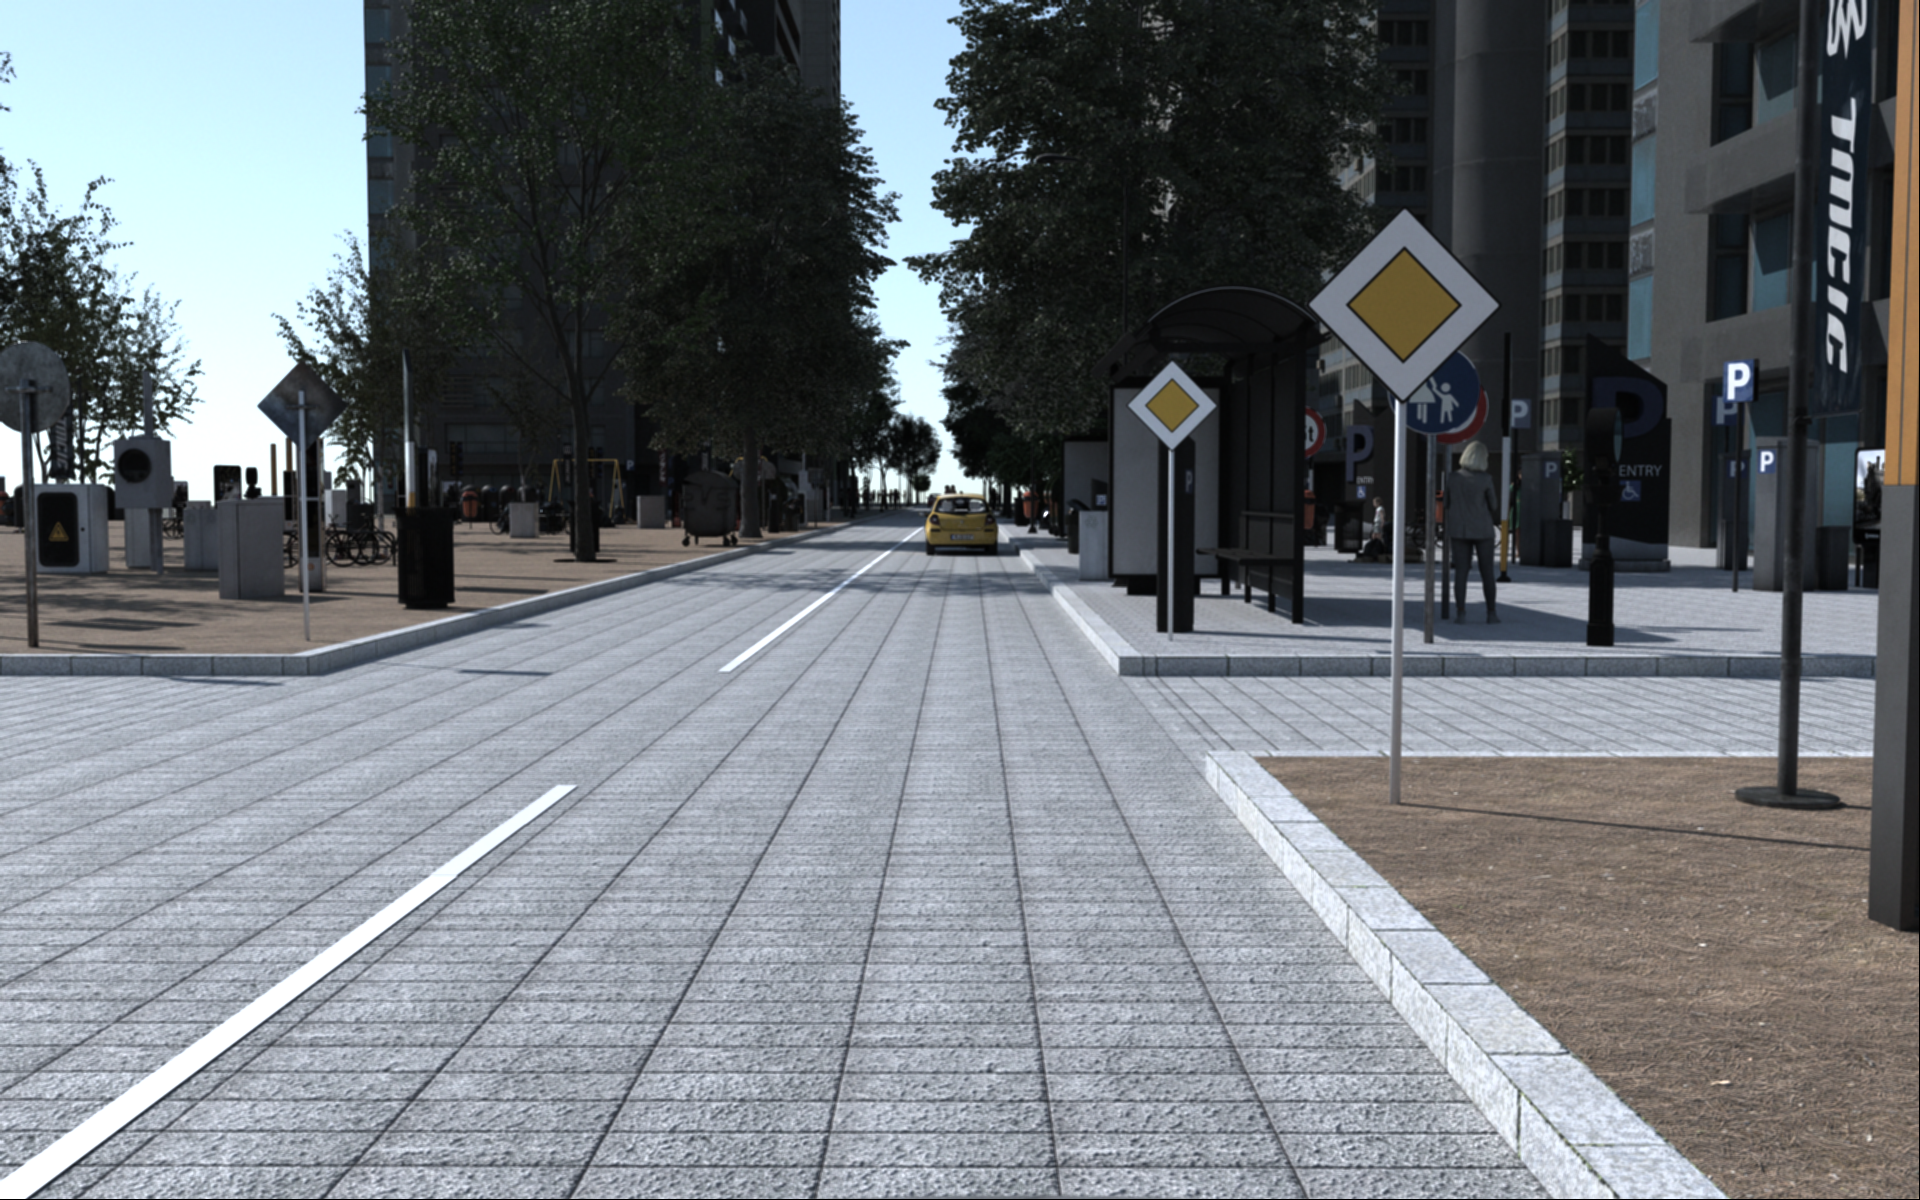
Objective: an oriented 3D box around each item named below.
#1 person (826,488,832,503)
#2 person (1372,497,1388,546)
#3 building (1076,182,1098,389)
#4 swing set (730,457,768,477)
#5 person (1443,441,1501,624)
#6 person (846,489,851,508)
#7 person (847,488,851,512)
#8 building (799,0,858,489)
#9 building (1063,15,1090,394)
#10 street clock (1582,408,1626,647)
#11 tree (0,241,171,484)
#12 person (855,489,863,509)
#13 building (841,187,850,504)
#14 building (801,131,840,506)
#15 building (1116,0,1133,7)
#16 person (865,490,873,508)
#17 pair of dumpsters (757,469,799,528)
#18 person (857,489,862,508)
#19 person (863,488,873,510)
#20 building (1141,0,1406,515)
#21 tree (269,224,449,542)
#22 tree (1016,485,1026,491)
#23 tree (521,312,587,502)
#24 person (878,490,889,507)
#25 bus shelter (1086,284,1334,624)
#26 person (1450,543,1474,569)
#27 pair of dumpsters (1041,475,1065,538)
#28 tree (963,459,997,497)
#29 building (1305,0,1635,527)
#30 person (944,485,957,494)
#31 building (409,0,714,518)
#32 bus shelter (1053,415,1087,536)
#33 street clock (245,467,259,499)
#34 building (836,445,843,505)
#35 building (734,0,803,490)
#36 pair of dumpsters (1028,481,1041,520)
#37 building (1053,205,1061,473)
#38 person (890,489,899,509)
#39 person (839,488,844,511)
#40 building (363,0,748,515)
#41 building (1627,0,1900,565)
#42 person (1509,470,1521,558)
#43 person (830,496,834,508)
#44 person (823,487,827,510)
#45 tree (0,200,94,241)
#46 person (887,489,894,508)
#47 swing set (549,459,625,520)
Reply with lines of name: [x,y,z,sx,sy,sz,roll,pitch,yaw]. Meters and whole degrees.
person: [-11.480,-8.714,148.495,1.348,1.826,0.705,2,4,27]
person: [9.005,-1.584,36.949,0.382,1.210,0.505,0,4,-2]
building: [20.315,-31.533,199.155,14.154,41.232,14.086,0,4,0]
swing set: [-8.782,-4.630,73.316,2.862,2.851,3.119,-2,4,-28]
person: [5.079,-0.672,17.218,0.537,1.800,0.526,3,5,39]
person: [-10.529,-9.728,165.112,1.348,1.822,0.705,-1,4,-10]
person: [-7.838,-7.163,123.836,0.721,1.739,1.217,0,4,3]
building: [-24.415,-48.712,234.690,20.563,71.187,20.611,0,4,0]
building: [23.575,-41.510,220.681,21.231,58.520,28.212,0,4,0]
street clock: [5.421,-0.614,14.604,0.358,2.002,0.471,2,4,30]
tree: [-26.699,-6.302,53.392,4.360,8.622,3.978,0,3,0]
person: [-9.231,-9.000,153.908,1.217,1.736,0.721,0,4,3]
building: [-21.405,-32.693,218.122,14.154,41.232,14.086,0,4,0]
building: [-21.046,-30.940,189.461,14.154,41.232,14.086,0,4,0]
building: [22.516,-36.708,142.174,21.231,58.520,28.212,0,4,0]
person: [-8.452,-9.455,161.578,0.756,1.711,0.436,3,4,37]
pair of dumpsters: [-6.960,-3.787,64.415,1.574,2.255,4.437,0,3,0]
person: [-9.230,-9.268,158.298,0.721,1.743,1.217,-2,4,-24]
person: [-7.291,-7.960,136.914,0.721,1.743,1.217,3,4,37]
building: [26.679,-32.107,114.184,28.713,52.752,27.495,0,4,0]
tree: [-15.906,-5.889,46.647,4.737,8.622,4.395,0,3,0]
tree: [3.572,-10.776,126.552,4.360,8.622,3.978,0,3,0]
tree: [-17.169,-7.247,68.857,4.360,8.622,3.978,0,3,0]
person: [-7.263,-9.706,165.472,1.217,1.736,0.721,0,4,7]
bus shelter: [2.650,-1.565,19.511,2.014,3.302,5.546,0,4,0]
person: [8.688,-1.447,29.798,0.635,1.810,0.391,2,4,29]
pair of dumpsters: [3.420,-3.070,52.682,1.574,2.255,4.437,0,4,0]
tree: [3.255,-18.770,241.295,8.767,10.594,7.601,1,4,22]
building: [29.742,-23.596,77.672,32.217,40.220,23.993,0,4,0]
person: [-0.414,-4.069,75.006,0.580,1.828,0.573,0,4,6]
building: [-21.858,-25.337,97.854,14.154,41.232,14.086,0,4,0]
bus shelter: [3.369,-2.922,41.694,2.014,3.302,5.546,0,3,0]
street clock: [-19.085,-2.577,46.711,0.358,2.002,0.471,-1,4,-12]
building: [-21.254,-26.432,203.861,14.160,30.474,14.107,0,4,0]
building: [-24.959,-31.936,145.855,21.300,48.544,21.600,0,4,0]
pair of dumpsters: [4.249,-5.107,85.991,1.574,2.255,4.437,0,4,0]
building: [19.427,-34.174,242.338,14.154,41.232,14.086,0,4,0]
person: [-5.510,-8.511,145.882,0.721,1.739,1.217,3,5,40]
person: [-9.082,-7.795,134.279,0.721,1.735,1.217,1,4,22]
building: [-26.813,-30.597,119.869,23.786,49.044,30.456,0,4,0]
building: [30.196,-25.366,34.340,30.456,49.044,23.786,0,4,0]
person: [11.344,-1.751,34.915,0.600,1.795,0.529,1,4,14]
person: [-11.980,-9.175,159.280,0.697,1.427,0.421,0,4,7]
person: [-10.867,-8.185,139.804,0.705,1.831,1.348,0,4,2]
tree: [-22.886,-5.658,42.866,4.360,8.622,3.978,0,3,0]
person: [-6.553,-9.529,162.672,0.721,1.723,1.217,-3,5,-44]
swing set: [-16.773,-4.933,78.277,3.119,2.851,2.862,0,4,3]
